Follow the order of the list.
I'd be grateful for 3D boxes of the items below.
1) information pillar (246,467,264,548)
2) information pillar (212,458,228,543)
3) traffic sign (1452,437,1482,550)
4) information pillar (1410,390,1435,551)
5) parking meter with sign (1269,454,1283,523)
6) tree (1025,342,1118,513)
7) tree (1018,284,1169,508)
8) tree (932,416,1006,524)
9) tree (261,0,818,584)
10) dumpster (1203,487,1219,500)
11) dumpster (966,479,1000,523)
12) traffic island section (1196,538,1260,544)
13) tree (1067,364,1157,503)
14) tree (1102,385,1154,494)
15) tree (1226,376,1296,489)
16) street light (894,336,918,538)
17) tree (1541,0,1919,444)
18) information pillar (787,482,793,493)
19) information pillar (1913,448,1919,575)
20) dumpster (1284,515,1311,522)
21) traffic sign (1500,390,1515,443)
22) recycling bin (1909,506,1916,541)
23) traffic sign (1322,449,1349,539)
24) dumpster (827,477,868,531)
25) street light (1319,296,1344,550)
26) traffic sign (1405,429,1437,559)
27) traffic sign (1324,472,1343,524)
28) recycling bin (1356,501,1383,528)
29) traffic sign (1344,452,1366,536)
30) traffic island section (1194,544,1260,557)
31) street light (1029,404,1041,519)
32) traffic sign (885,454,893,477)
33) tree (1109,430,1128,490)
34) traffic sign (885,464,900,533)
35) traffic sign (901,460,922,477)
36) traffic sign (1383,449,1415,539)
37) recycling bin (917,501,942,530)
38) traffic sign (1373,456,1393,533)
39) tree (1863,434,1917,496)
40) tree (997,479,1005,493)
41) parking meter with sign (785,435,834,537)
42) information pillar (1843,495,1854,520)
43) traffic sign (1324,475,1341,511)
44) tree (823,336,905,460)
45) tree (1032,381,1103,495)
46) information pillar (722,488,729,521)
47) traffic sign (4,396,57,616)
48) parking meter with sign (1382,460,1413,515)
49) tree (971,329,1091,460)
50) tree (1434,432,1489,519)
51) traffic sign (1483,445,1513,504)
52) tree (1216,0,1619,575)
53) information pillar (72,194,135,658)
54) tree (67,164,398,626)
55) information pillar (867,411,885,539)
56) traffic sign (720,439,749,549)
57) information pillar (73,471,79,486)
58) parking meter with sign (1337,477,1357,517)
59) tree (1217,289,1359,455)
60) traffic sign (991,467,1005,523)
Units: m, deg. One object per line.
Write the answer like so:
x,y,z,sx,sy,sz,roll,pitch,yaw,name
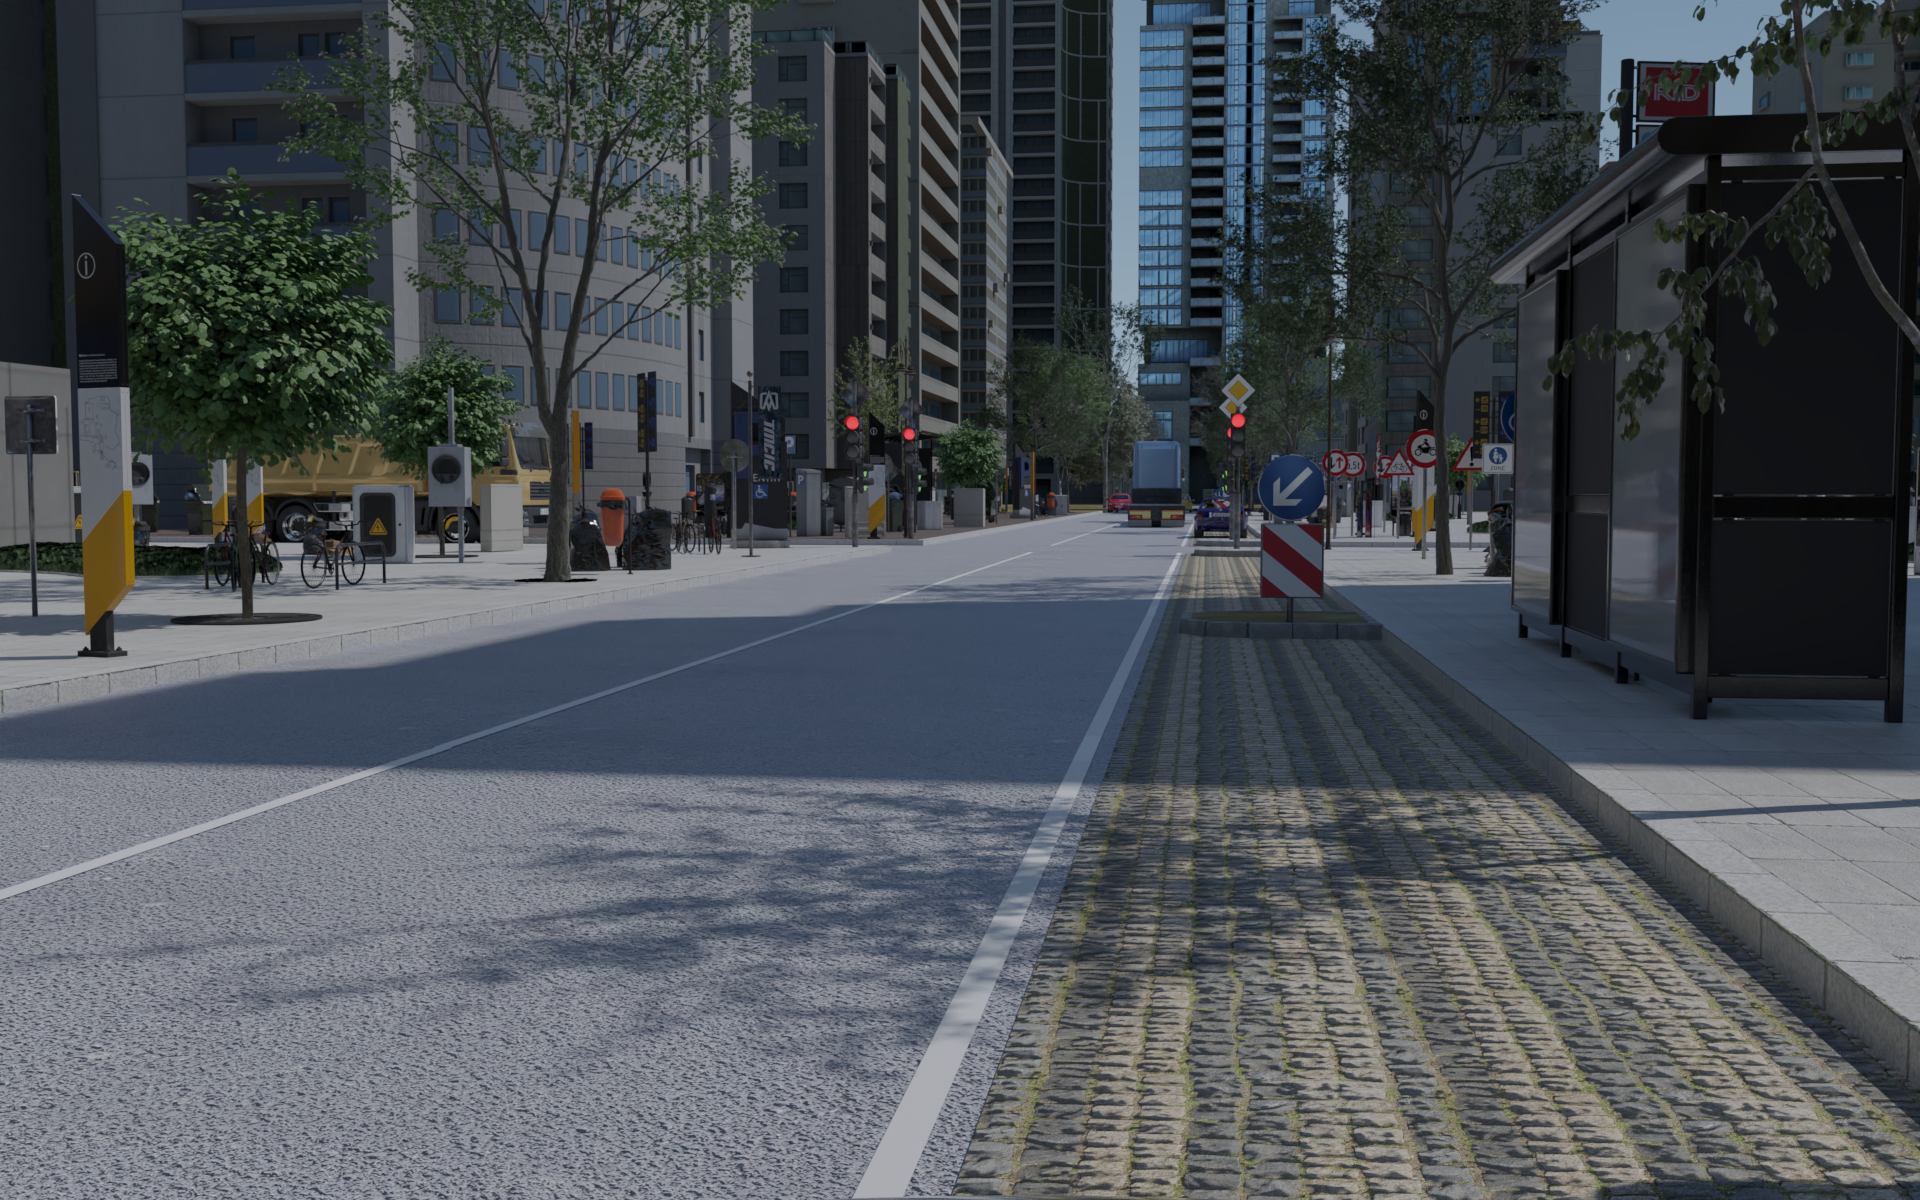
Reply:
-16.539,-3.001,40.428,0.504,3.616,0.183,0,4,6,information pillar
-17.940,-3.092,41.906,0.504,3.616,0.183,2,4,32,information pillar
11.649,-2.413,39.456,0.884,2.594,0.081,1,4,17,traffic sign
10.455,-2.913,38.990,0.504,3.616,0.183,-2,4,-26,information pillar
13.716,-4.809,74.893,0.543,3.016,1.738,0,4,5,parking meter with sign
7.269,-11.844,119.411,9.928,11.665,9.643,0,3,0,tree
12.079,-18.386,156.504,12.611,20.169,13.585,0,3,0,tree
0.302,-5.491,73.488,4.285,4.588,4.351,0,3,0,tree
-5.869,-6.058,24.805,9.928,11.665,9.643,0,3,0,tree
28.700,-11.789,197.698,1.985,2.255,1.502,1,4,9,dumpster
0.950,-4.576,77.312,1.502,2.255,1.985,1,4,8,dumpster
7.626,-1.600,48.442,2.009,0.180,2.903,0,4,8,traffic island section
14.231,-16.032,168.771,9.857,13.997,8.962,0,3,0,tree
19.041,-17.413,195.077,12.009,13.543,11.850,0,3,0,tree
16.826,-8.800,94.243,4.360,8.622,3.978,0,3,0,tree
-1.576,-4.761,50.636,0.468,5.910,1.993,0,4,8,street light
4.150,-3.477,7.208,4.360,8.622,3.978,0,3,0,tree
-10.046,-5.979,102.246,0.304,2.012,0.304,-3,4,-36,information pillar
15.300,-1.395,27.303,0.304,2.012,0.304,-1,4,-15,information pillar
15.240,-4.413,77.917,1.264,1.857,1.865,1,4,8,dumpster
6.566,-1.205,19.807,0.768,2.556,0.104,1,4,17,traffic sign
19.977,-1.418,35.745,0.722,1.027,0.722,-2,4,-30,recycling bin
10.697,-3.014,49.390,0.768,2.556,0.104,1,4,15,traffic sign
-3.773,-3.254,58.965,1.264,1.857,1.865,0,4,8,dumpster
8.479,-4.094,39.724,0.468,5.910,1.993,0,4,8,street light
9.144,-2.077,34.066,0.768,2.556,0.104,1,4,16,traffic sign
15.836,-4.486,73.458,0.768,2.556,0.104,1,4,16,traffic sign
15.774,-3.312,66.713,0.722,1.027,0.722,-2,4,-32,recycling bin
11.870,-3.197,52.385,0.768,2.556,0.104,1,4,15,traffic sign
6.498,-1.117,40.537,2.009,0.180,2.903,0,4,8,traffic island section
3.860,-7.113,89.087,0.468,5.910,1.993,0,4,8,street light
-2.450,-3.252,53.270,0.768,2.556,0.104,1,4,14,traffic sign
16.094,-13.949,178.430,4.360,8.622,3.978,0,3,0,tree
-2.352,-3.413,56.984,0.795,2.450,0.064,1,4,9,traffic sign
-1.695,-3.664,60.010,0.768,2.556,0.104,1,4,17,traffic sign
12.525,-3.026,49.473,0.884,2.594,0.081,1,4,16,traffic sign
-1.086,-3.030,62.103,0.722,1.027,0.722,-2,4,-23,recycling bin
14.127,-3.516,57.594,0.768,2.556,0.104,1,4,12,traffic sign
15.399,-2.131,29.438,1.663,3.219,1.824,0,3,0,tree
2.485,-7.776,121.746,1.663,3.219,1.824,0,3,0,tree
-4.550,-3.426,52.280,0.543,3.016,1.738,3,4,38,parking meter with sign
35.673,-3.980,69.564,0.304,2.012,0.304,0,4,6,information pillar
15.876,-4.542,74.266,0.884,2.594,0.081,1,4,10,traffic sign
-4.033,-7.924,79.919,4.737,8.622,4.395,0,3,0,tree
6.372,-9.680,108.626,4.360,8.622,3.978,0,3,0,tree
-9.462,-4.009,70.035,0.304,2.012,0.304,-2,4,-24,information pillar
-9.693,-0.976,18.086,0.606,2.300,0.079,1,4,11,traffic sign
22.214,-5.625,88.222,1.738,3.016,0.543,-2,4,-29,parking meter with sign
3.870,-10.051,98.754,7.601,10.594,8.767,-3,4,-36,tree
25.870,-6.536,90.576,4.285,4.588,4.351,0,3,0,tree
10.886,-2.018,35.119,0.606,2.300,0.079,1,4,9,traffic sign
7.378,-5.680,27.280,7.601,10.594,8.767,0,4,-3,tree
-6.711,-1.358,13.564,0.504,3.616,0.183,2,4,24,information pillar
-7.243,-2.070,17.551,4.285,4.588,4.351,0,3,0,tree
-2.380,-3.538,49.193,0.504,3.616,0.183,-1,4,-21,information pillar
-5.236,-2.451,40.184,0.768,2.556,0.104,1,4,17,traffic sign
-28.512,-3.133,55.711,0.304,2.012,0.304,-1,4,-15,information pillar
21.250,-6.085,95.752,0.543,3.016,1.738,-3,5,-39,parking meter with sign
16.434,-9.827,86.420,9.928,11.665,9.643,0,3,0,tree
1.596,-4.648,76.107,0.768,2.556,0.104,1,4,14,traffic sign
